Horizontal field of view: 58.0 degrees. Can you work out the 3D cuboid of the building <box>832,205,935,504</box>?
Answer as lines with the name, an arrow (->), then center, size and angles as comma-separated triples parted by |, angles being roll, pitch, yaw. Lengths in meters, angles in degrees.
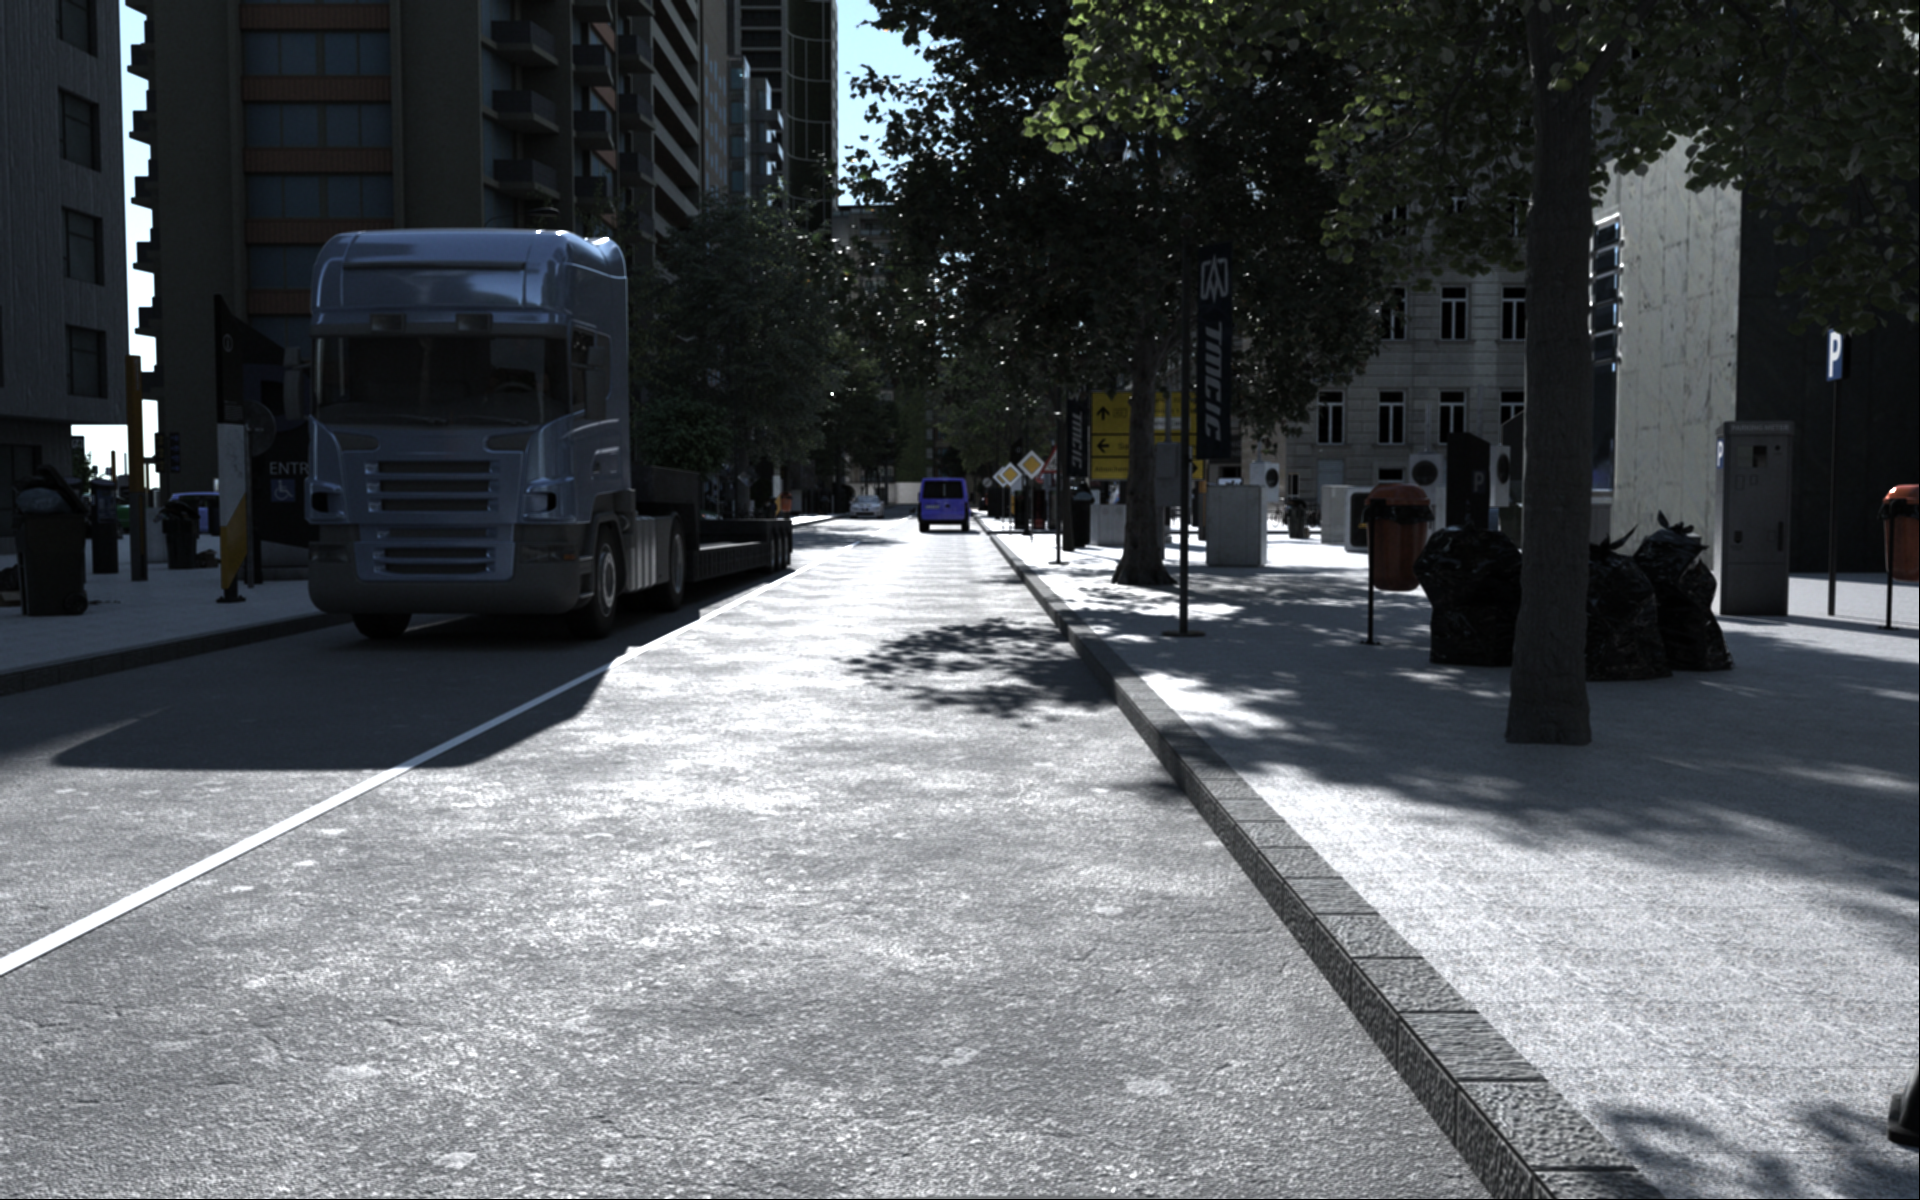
building -> -10.366, -33.885, 237.618 | 14.086, 41.232, 14.154 | 0, 4, 0

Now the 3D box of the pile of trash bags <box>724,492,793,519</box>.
pile of trash bags -> -9.606, -4.416, 81.960 | 3.447, 1.369, 1.912 | 0, 4, 4

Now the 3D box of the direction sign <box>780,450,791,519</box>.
direction sign -> -8.974, -5.943, 89.164 | 0.876, 3.537, 0.379 | 3, 5, 44

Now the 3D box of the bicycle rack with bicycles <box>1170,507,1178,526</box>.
bicycle rack with bicycles -> 7.280, -3.461, 69.973 | 2.925, 0.926, 2.852 | -1, 4, -14

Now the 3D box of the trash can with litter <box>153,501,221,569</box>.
trash can with litter -> -13.317, -1.133, 29.911 | 0.624, 1.170, 1.055 | 1, 4, 17

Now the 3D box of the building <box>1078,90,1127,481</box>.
building -> 23.669, -32.538, 186.625 | 22.147, 44.769, 28.867 | 0, 4, 0

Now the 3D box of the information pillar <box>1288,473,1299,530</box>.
information pillar -> 11.896, -3.504, 61.788 | 0.304, 2.012, 0.304 | -1, 4, -10

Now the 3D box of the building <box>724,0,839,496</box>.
building -> -27.723, -49.055, 240.293 | 20.611, 71.187, 20.563 | 0, 4, 0

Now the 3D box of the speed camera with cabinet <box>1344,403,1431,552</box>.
speed camera with cabinet -> 9.524, -2.670, 37.996 | 2.038, 3.252, 0.660 | 1, 4, 22

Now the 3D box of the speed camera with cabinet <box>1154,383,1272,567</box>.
speed camera with cabinet -> 4.420, -2.233, 30.847 | 2.038, 3.252, 0.660 | 1, 4, 22

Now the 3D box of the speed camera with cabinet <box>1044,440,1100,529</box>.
speed camera with cabinet -> 4.119, -4.246, 63.750 | 2.038, 3.252, 0.660 | 1, 4, 9

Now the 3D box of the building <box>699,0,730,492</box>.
building -> -26.979, -30.157, 143.171 | 14.600, 45.320, 14.200 | 0, 4, 0

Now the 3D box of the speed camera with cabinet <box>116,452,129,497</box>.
speed camera with cabinet -> -40.188, -5.406, 82.724 | 0.660, 3.252, 2.038 | -3, 4, -38

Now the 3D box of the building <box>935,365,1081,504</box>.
building -> 11.110, -24.450, 244.796 | 28.899, 21.520, 27.650 | 0, 4, 0

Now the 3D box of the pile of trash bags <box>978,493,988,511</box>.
pile of trash bags -> 2.221, -7.405, 130.816 | 1.912, 1.369, 3.447 | 0, 4, 5

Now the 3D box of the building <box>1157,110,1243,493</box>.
building -> 21.588, -20.636, 113.815 | 17.030, 29.872, 44.131 | 0, 4, 0

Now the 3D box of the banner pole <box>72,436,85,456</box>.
banner pole -> -33.292, -4.591, 65.081 | 0.863, 3.779, 0.401 | -1, 4, -22

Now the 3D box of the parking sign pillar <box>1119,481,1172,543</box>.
parking sign pillar -> 4.870, -3.491, 45.549 | 1.447, 3.967, 1.447 | -1, 4, -17

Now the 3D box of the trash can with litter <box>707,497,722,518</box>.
trash can with litter -> -10.409, -3.873, 74.715 | 1.055, 1.170, 0.624 | 2, 4, 33

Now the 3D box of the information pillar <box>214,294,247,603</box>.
information pillar -> -8.647, -1.785, 20.539 | 0.183, 3.616, 0.504 | 0, 4, 5

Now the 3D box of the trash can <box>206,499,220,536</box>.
trash can -> -22.733, -2.536, 53.121 | 0.748, 1.137, 0.748 | 0, 3, 0

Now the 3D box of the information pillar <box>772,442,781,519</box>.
information pillar -> -8.204, -5.255, 77.274 | 0.183, 3.616, 0.504 | 2, 4, 34

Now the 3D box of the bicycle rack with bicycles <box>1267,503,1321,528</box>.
bicycle rack with bicycles -> 13.189, -3.298, 67.308 | 2.852, 0.926, 2.925 | 2, 4, 35

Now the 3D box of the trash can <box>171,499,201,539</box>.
trash can -> -21.075, -2.174, 47.202 | 0.748, 1.137, 0.748 | 0, 3, 0

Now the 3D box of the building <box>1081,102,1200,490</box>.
building -> 23.339, -51.542, 155.381 | 22.319, 86.520, 31.000 | 0, 4, 0

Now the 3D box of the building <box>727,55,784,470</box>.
building -> -34.973, -34.856, 189.512 | 30.456, 49.044, 23.786 | 0, 4, 0

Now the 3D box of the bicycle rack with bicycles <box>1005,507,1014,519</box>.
bicycle rack with bicycles -> 3.633, -4.731, 90.733 | 2.852, 0.926, 2.925 | -2, 4, -34

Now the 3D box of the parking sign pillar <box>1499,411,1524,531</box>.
parking sign pillar -> 14.854, -3.484, 45.438 | 1.447, 3.967, 1.447 | 1, 4, 11

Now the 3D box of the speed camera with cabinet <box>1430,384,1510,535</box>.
speed camera with cabinet -> 9.100, -2.221, 30.651 | 0.660, 3.252, 2.038 | 3, 4, 38

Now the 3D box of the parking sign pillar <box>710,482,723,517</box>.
parking sign pillar -> -13.122, -6.387, 92.907 | 1.447, 3.967, 1.447 | -1, 4, -10

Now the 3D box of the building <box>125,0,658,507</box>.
building -> -27.324, -26.343, 85.328 | 22.147, 44.769, 28.867 | 0, 4, 0

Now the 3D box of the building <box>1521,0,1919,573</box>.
building -> 23.731, -43.298, 20.591 | 22.319, 86.520, 31.000 | 0, 4, 0

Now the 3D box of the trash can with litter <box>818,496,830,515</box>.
trash can with litter -> -8.241, -5.696, 104.508 | 0.624, 1.170, 1.055 | 0, 4, 6

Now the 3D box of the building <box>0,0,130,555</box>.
building -> -26.102, -16.123, 35.320 | 14.107, 30.474, 14.160 | 0, 4, 0

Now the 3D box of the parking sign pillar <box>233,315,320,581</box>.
parking sign pillar -> -10.272, -2.308, 26.206 | 1.447, 3.967, 1.447 | -2, 4, -23

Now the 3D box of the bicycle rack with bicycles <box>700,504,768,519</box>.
bicycle rack with bicycles -> -8.529, -3.155, 64.958 | 2.925, 0.926, 2.852 | -1, 4, -12

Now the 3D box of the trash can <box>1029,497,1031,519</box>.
trash can -> 3.741, -4.682, 88.211 | 0.748, 1.137, 0.748 | 0, 3, 0

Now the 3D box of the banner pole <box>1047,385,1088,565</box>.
banner pole -> 2.005, -2.546, 31.643 | 0.863, 3.779, 0.401 | -2, 4, -27

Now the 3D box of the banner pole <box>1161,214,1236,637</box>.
banner pole -> 2.151, -1.554, 15.418 | 0.401, 3.779, 0.863 | -2, 4, -32

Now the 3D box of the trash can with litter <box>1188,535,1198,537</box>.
trash can with litter -> 7.790, -2.452, 51.144 | 2.233, 1.210, 1.678 | 2, 4, 27

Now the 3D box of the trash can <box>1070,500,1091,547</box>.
trash can -> 2.797, -1.845, 41.821 | 0.748, 1.137, 0.748 | 0, 3, 0

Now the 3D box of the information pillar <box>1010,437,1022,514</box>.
information pillar -> 2.293, -4.823, 70.216 | 0.504, 3.616, 0.183 | 0, 4, 1

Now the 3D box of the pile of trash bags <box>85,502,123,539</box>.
pile of trash bags -> -25.693, -2.401, 49.004 | 3.447, 1.369, 1.912 | -3, 5, -43

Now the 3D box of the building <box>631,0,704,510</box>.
building -> -29.897, -30.255, 118.378 | 21.300, 48.544, 21.600 | 0, 4, 0

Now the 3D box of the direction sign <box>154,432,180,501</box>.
direction sign -> -29.131, -4.386, 63.713 | 0.876, 3.537, 0.379 | 0, 4, -7

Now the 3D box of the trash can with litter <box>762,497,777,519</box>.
trash can with litter -> -7.972, -3.645, 70.981 | 0.624, 1.170, 1.055 | -3, 5, -43

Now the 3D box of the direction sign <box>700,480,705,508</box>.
direction sign -> -16.219, -7.161, 109.075 | 0.379, 3.537, 0.876 | 1, 4, 17

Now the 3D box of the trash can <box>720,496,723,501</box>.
trash can -> -17.778, -7.070, 127.251 | 0.748, 1.137, 0.748 | 0, 3, 0

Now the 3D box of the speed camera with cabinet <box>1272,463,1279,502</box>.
speed camera with cabinet -> 8.047, -3.294, 48.186 | 2.038, 3.252, 0.660 | -3, 5, -42

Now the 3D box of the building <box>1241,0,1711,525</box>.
building -> 25.646, -17.123, 77.231 | 25.104, 27.353, 12.463 | 0, 4, 0

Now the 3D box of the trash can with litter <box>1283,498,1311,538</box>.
trash can with litter -> 9.775, -2.370, 50.142 | 0.624, 1.170, 1.055 | 2, 4, 27
